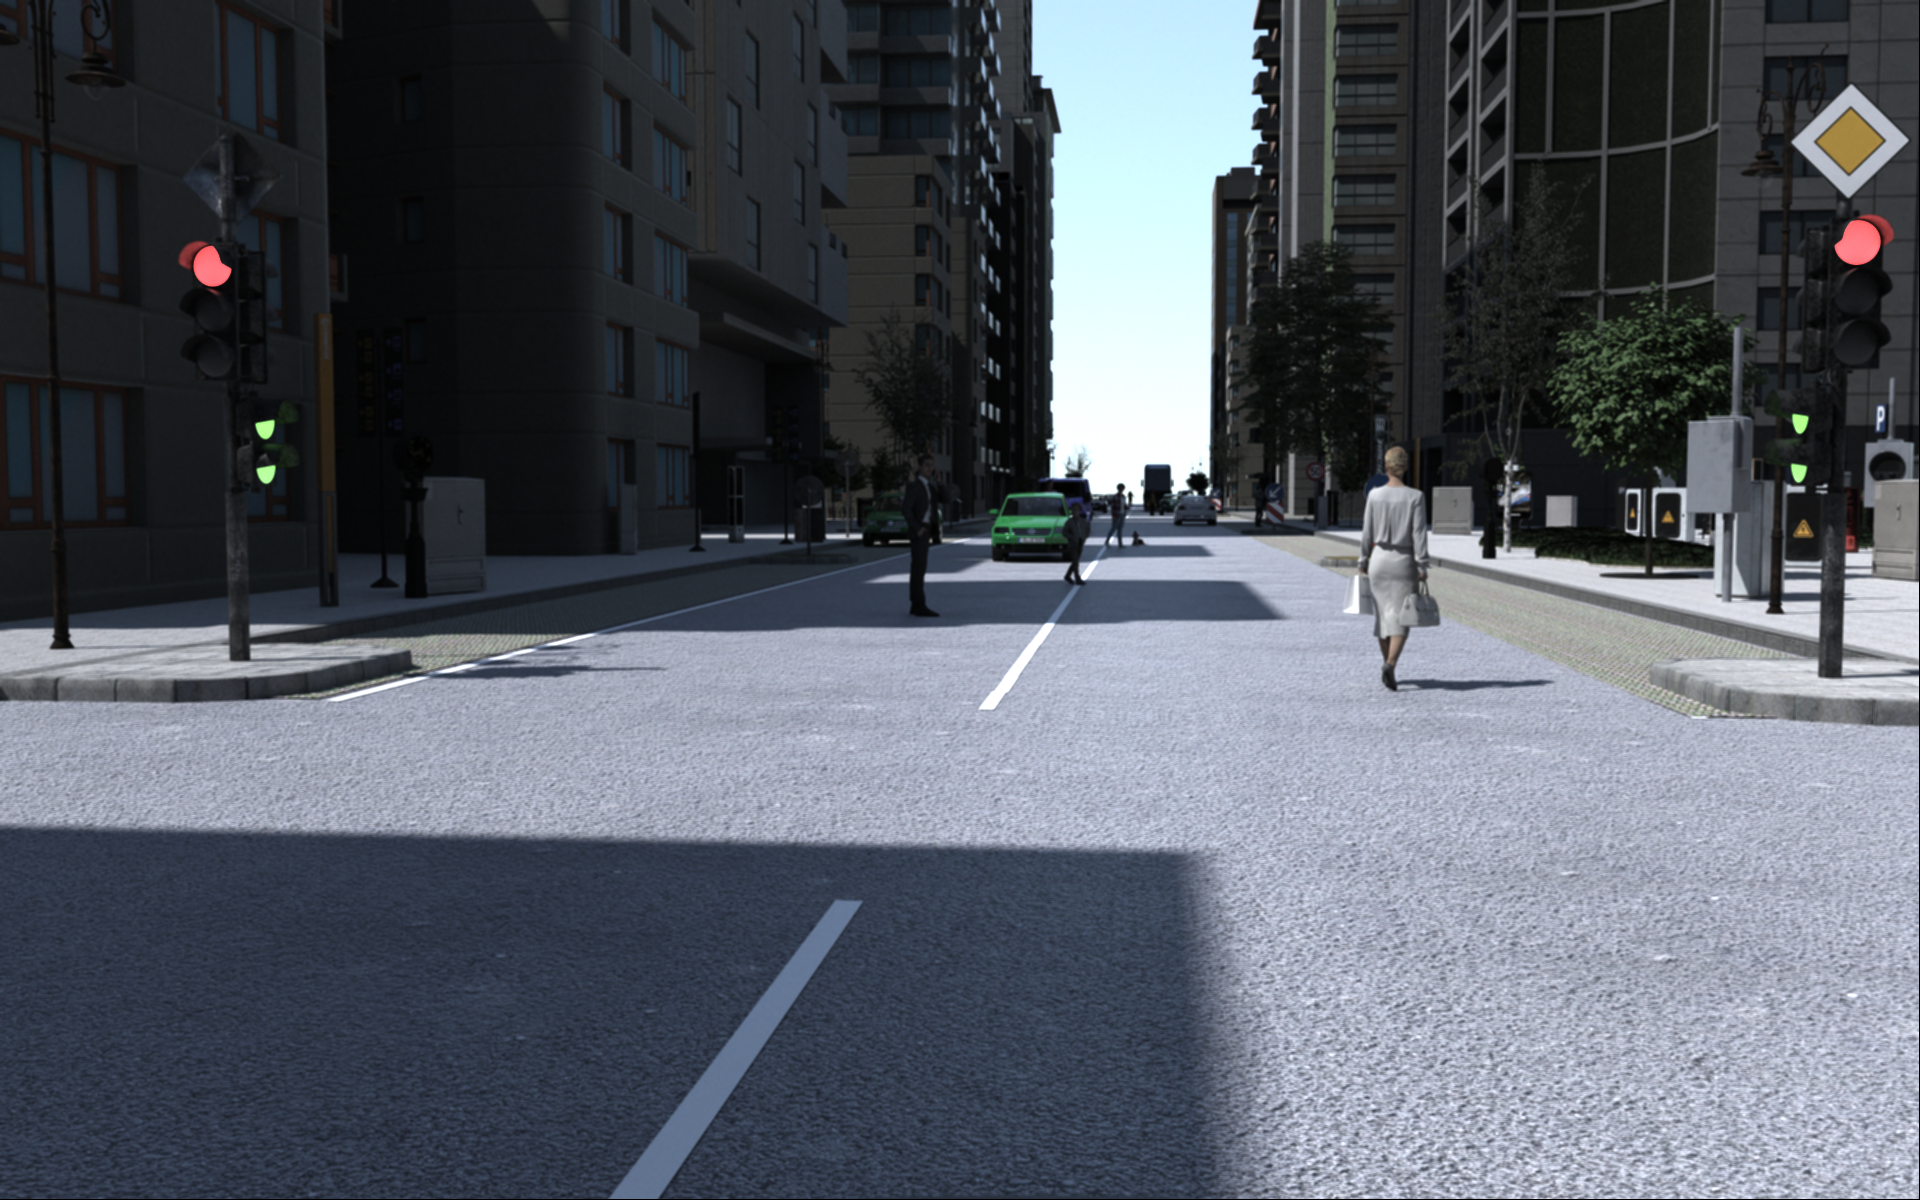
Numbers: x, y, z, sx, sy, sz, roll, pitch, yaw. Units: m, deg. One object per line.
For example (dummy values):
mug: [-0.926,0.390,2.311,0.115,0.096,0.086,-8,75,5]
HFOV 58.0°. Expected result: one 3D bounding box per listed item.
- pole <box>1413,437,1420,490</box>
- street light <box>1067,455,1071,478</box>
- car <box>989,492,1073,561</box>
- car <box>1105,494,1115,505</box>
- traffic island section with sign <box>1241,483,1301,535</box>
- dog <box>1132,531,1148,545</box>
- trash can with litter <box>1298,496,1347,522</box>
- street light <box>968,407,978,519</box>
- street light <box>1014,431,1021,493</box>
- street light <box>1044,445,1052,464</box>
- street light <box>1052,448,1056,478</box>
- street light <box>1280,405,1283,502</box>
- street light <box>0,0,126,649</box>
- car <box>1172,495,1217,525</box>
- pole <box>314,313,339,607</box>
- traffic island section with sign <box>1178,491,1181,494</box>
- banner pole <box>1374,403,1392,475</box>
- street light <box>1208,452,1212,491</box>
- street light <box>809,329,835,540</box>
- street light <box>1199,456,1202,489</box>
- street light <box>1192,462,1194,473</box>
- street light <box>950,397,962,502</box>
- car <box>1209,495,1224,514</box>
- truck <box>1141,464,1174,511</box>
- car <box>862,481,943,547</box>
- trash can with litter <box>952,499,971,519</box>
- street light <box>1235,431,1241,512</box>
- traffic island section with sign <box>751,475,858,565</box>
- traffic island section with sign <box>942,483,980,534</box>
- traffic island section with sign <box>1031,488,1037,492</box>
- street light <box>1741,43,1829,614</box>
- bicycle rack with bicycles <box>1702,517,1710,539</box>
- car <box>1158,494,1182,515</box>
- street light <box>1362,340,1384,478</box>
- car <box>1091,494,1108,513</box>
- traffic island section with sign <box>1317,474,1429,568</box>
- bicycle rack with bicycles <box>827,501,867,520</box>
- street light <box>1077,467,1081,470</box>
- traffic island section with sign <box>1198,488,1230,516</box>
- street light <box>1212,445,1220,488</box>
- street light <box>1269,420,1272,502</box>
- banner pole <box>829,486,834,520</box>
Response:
pole: [16.458,-4.198,62.477,0.158,3.312,0.155,0,3,0]
street light: [12.922,-14.274,206.162,0.468,5.910,1.993,0,4,6]
car: [1.661,-1.803,38.277,1.959,1.807,4.718,0,4,4]
car: [17.931,-12.073,207.187,2.009,1.686,4.222,0,4,7]
traffic island section with sign: [11.052,-3.248,61.728,1.989,1.847,2.006,0,4,6]
dog: [5.057,-1.734,48.543,0.748,0.427,0.550,-1,4,-20]
trash can with litter: [16.644,-4.189,79.547,2.233,1.210,1.678,1,4,9]
street light: [0.678,-7.200,90.509,0.468,5.910,1.993,0,4,6]
street light: [4.168,-9.280,124.516,0.468,5.910,1.993,0,4,6]
street light: [7.862,-11.354,158.430,0.468,5.910,1.993,0,4,6]
street light: [9.286,-12.214,172.492,0.468,5.910,1.993,0,4,6]
street light: [15.987,-6.935,86.172,0.468,5.910,1.993,0,4,6]
street light: [-7.462,-2.534,14.212,0.468,5.910,1.993,0,4,6]
car: [10.946,-4.178,80.676,2.083,1.381,4.827,0,4,5]
pole: [-7.198,-1.579,19.665,0.158,3.312,0.155,0,3,0]
traffic island section with sign: [27.918,-12.961,220.536,1.989,1.847,2.006,0,4,6]
banner pole: [11.653,-3.528,47.701,0.863,3.779,0.401,-3,4,-39]
street light: [25.517,-12.442,176.217,0.468,5.910,1.993,0,4,6]
street light: [-3.856,-4.645,48.733,0.468,5.910,1.993,0,4,6]
street light: [29.134,-14.502,209.889,0.468,5.910,1.993,0,4,6]
street light: [32.851,-16.626,244.618,0.468,5.910,1.993,0,4,6]
street light: [-0.212,-6.704,82.402,0.468,5.910,1.993,0,4,6]
car: [17.793,-6.751,122.961,1.945,1.354,3.894,0,4,6]
truck: [17.257,-9.841,150.666,2.967,4.110,18.799,0,4,6]
car: [-1.577,-2.417,48.314,1.959,1.807,4.718,0,4,7]
trash can with litter: [0.038,-4.705,88.309,1.055,1.170,0.624,1,4,22]
street light: [20.365,-9.446,127.227,0.468,5.910,1.993,0,4,6]
traffic island section with sign: [-3.174,-1.671,35.947,1.989,1.847,2.006,0,4,6]
traffic island section with sign: [-0.302,-3.322,62.939,1.989,1.847,2.006,0,4,6]
traffic island section with sign: [4.964,-6.352,112.479,1.989,1.847,2.006,0,4,6]
street light: [8.747,-2.790,18.409,0.468,5.910,1.993,0,4,6]
bicycle rack with bicycles: [22.606,-2.178,48.990,2.925,0.926,2.852,-2,4,-24]
car: [14.606,-6.536,118.666,2.131,1.459,4.920,0,4,8]
street light: [12.383,-4.850,52.079,0.468,5.910,1.993,0,4,6]
car: [10.296,-7.450,131.591,2.009,1.686,4.222,0,4,7]
traffic island section with sign: [8.152,-1.576,34.388,1.989,1.847,2.006,0,4,6]
bicycle rack with bicycles: [-5.451,-4.558,87.903,2.852,0.926,2.925,-1,4,-8]
street light: [16.477,-16.343,239.993,0.468,5.910,1.993,0,4,6]
traffic island section with sign: [16.285,-6.263,111.030,1.989,1.847,2.006,0,4,6]
street light: [23.950,-11.506,160.902,0.468,5.910,1.993,0,4,6]
street light: [16.793,-7.386,93.550,0.468,5.910,1.993,0,4,6]
banner pole: [-6.376,-5.799,84.831,0.863,3.779,0.401,3,4,37]
